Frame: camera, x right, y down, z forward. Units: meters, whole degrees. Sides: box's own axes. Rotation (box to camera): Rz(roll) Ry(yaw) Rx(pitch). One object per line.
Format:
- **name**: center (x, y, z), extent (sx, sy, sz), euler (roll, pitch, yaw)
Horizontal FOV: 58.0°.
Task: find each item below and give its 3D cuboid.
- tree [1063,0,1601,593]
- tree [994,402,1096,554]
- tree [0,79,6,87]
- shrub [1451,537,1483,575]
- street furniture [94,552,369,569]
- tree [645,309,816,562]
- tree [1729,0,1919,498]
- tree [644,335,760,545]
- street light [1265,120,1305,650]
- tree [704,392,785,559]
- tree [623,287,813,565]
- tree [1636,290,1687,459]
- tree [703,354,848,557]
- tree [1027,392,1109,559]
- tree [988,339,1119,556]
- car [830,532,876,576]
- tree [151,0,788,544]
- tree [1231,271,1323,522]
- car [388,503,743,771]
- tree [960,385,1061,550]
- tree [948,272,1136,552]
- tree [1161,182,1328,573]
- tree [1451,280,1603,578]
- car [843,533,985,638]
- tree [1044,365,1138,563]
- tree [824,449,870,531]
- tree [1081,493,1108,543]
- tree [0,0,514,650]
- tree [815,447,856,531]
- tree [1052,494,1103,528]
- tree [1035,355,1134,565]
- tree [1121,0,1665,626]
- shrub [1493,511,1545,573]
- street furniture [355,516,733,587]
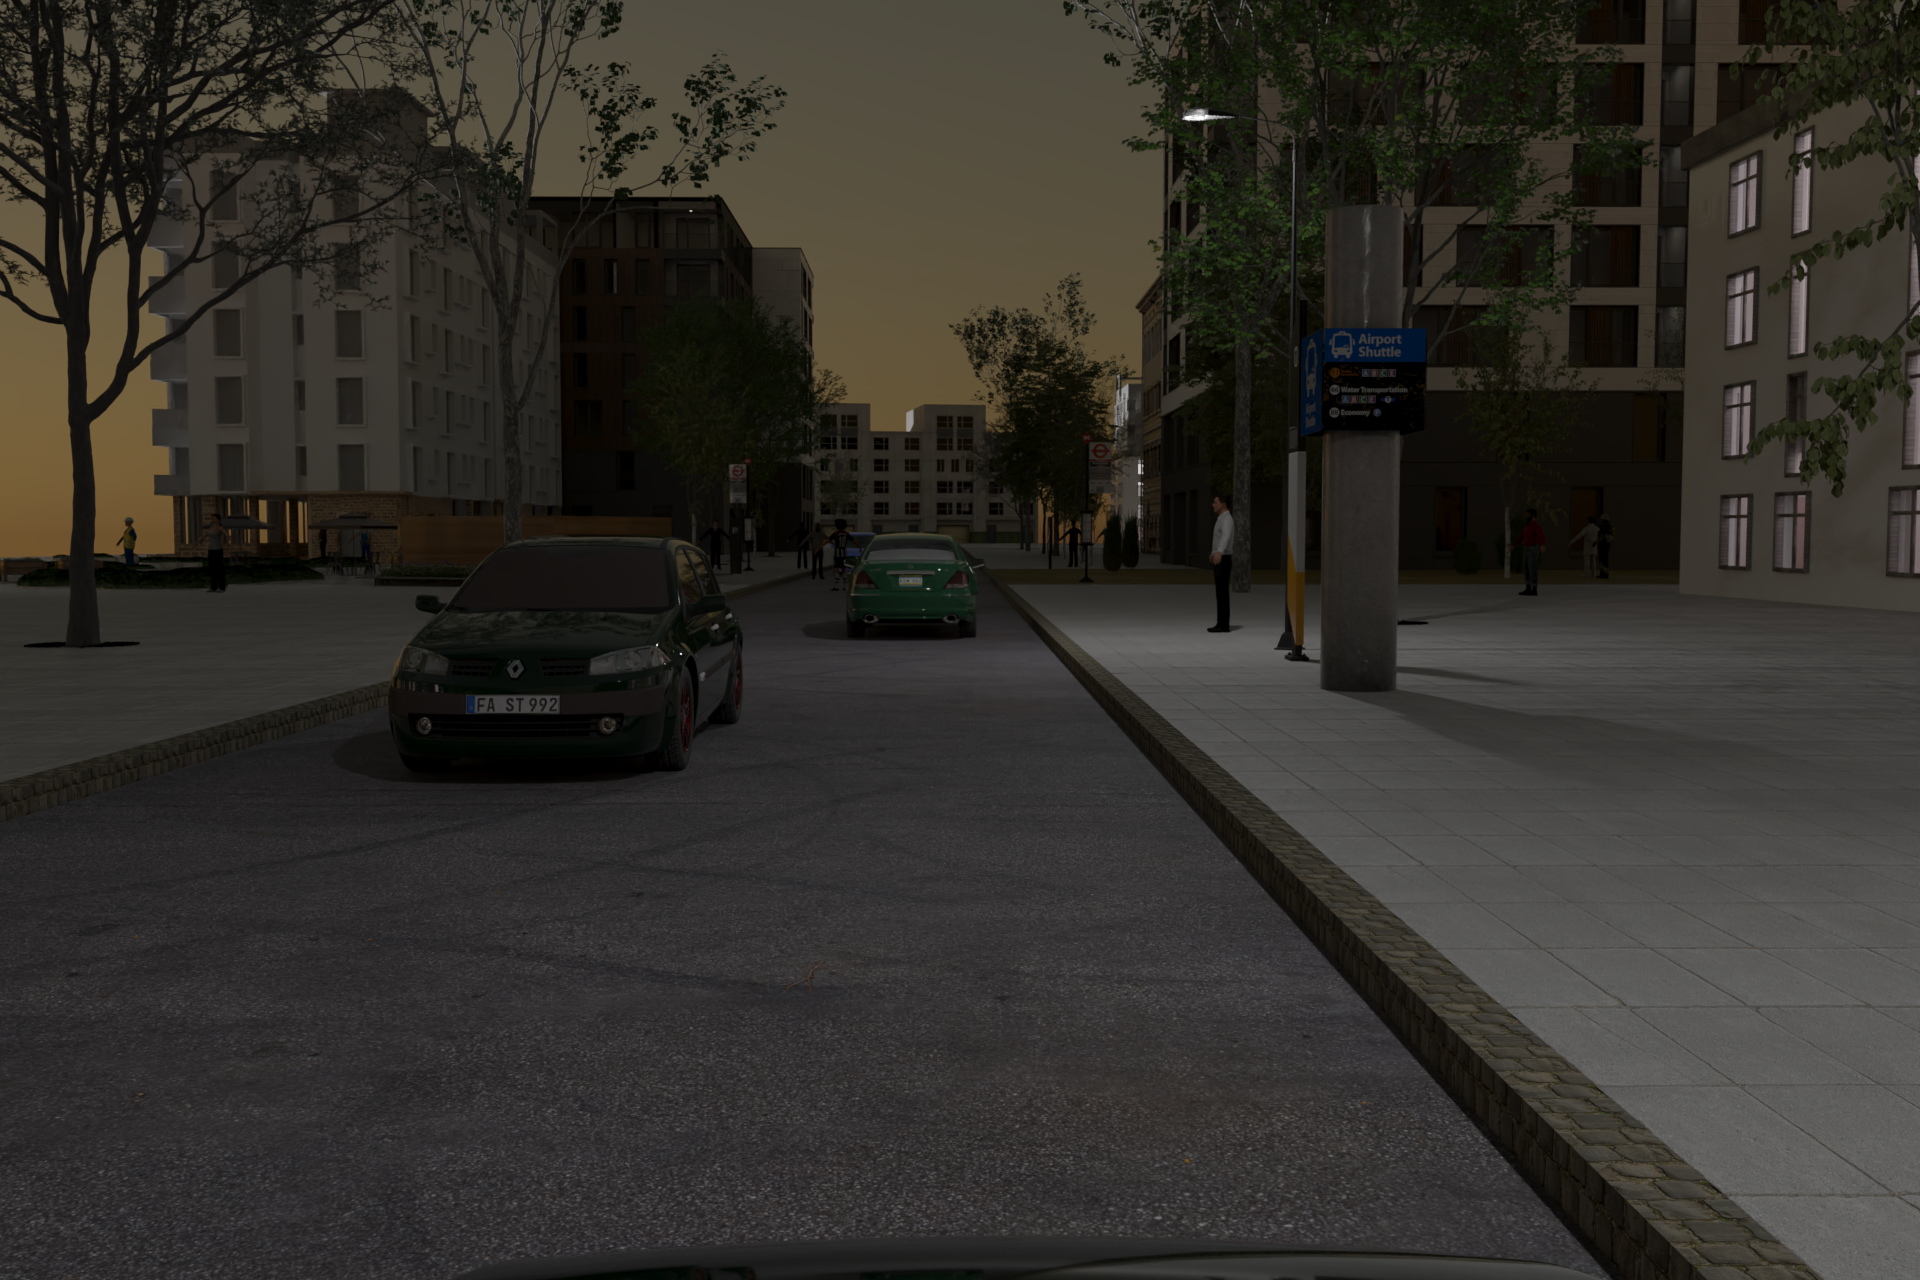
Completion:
- **tree**: center (7.366, -11.051, 36.581), extent (12.611, 20.169, 13.585), euler (0, 3, 0)
- **tree**: center (5.672, -10.805, 111.070), extent (7.601, 10.594, 8.767), euler (-2, 4, -32)
- **tree**: center (-9.348, -5.538, 8.671), extent (7.486, 12.596, 7.792), euler (0, 3, 0)
- **shrub**: center (15.961, -2.653, 54.488), extent (1.383, 1.207, 1.383), euler (0, 3, 0)
- **street furniture**: center (-27.077, -2.939, 63.678), extent (10.072, 0.657, 5.734), euler (-1, 4, -12)
- **tree**: center (-10.373, -9.436, 80.041), extent (9.928, 11.665, 9.643), euler (0, 3, 0)
- **tree**: center (6.084, -3.636, 9.819), extent (4.737, 8.622, 4.395), euler (0, 3, 0)
- **tree**: center (-9.810, -7.023, 65.195), extent (4.737, 8.622, 4.395), euler (0, 3, 0)
- **street light**: center (4.203, -2.845, 19.054), extent (1.470, 5.913, 1.316), euler (0, 4, -1)
- **tree**: center (-10.629, -8.405, 87.786), extent (4.737, 8.622, 4.395), euler (0, 3, 0)
- **tree**: center (-10.134, -8.934, 71.833), extent (9.928, 11.665, 9.643), euler (0, 3, 0)
- **tree**: center (22.497, -6.279, 53.026), extent (4.360, 8.622, 3.978), euler (0, 3, 0)
- **tree**: center (-10.426, -10.468, 96.911), extent (9.928, 11.665, 9.643), euler (0, 3, 0)
- **tree**: center (5.146, -8.488, 89.144), extent (4.360, 8.622, 3.978), euler (0, 3, 0)
- **tree**: center (5.537, -11.223, 101.618), extent (7.486, 12.596, 7.792), euler (0, 3, 0)
- **car**: center (-3.451, -3.050, 59.457), extent (1.945, 1.707, 3.694), euler (0, 4, -1)
- **tree**: center (-9.861, -11.023, 36.118), extent (12.611, 20.169, 13.585), euler (0, 3, 0)
- **tree**: center (9.269, -6.027, 48.904), extent (4.360, 8.622, 3.978), euler (0, 3, 0)
- **car**: center (-2.511, -0.118, 11.719), extent (2.009, 1.686, 4.222), euler (0, 4, 0)
- **tree**: center (5.008, -14.196, 142.473), extent (12.009, 13.543, 11.850), euler (0, 3, 0)
- **tree**: center (5.885, -16.501, 125.674), extent (12.611, 20.169, 13.585), euler (0, 3, 0)
- **tree**: center (10.366, -8.476, 56.712), extent (7.486, 12.596, 7.792), euler (0, 3, 0)
- **tree**: center (15.971, -6.091, 49.954), extent (4.737, 8.622, 4.395), euler (0, 3, 0)
- **car**: center (-0.680, -0.833, 25.420), extent (2.131, 1.459, 4.920), euler (0, 4, -1)
- **tree**: center (5.128, -7.703, 76.301), extent (4.360, 8.622, 3.978), euler (0, 3, 0)
- **tree**: center (-10.067, -12.174, 149.404), extent (4.360, 8.622, 3.978), euler (0, 3, 0)
- **tree**: center (18.061, -17.447, 235.619), extent (4.737, 8.622, 4.395), euler (0, 3, 0)
- **tree**: center (-9.883, -6.672, 19.449), extent (12.009, 13.543, 11.850), euler (0, 3, 0)
- **tree**: center (-10.025, -11.809, 143.446), extent (4.360, 8.622, 3.978), euler (0, 3, 0)
- **tree**: center (16.331, -19.829, 242.336), extent (7.486, 12.596, 7.792), euler (0, 3, 0)
- **tree**: center (5.481, -7.376, 70.960), extent (4.360, 8.622, 3.978), euler (0, 3, 0)
- **tree**: center (6.063, -6.041, 24.519), extent (9.928, 11.665, 9.643), euler (0, 3, 0)
- **shrub**: center (18.326, -3.204, 56.808), extent (1.690, 2.028, 1.600), euler (0, 3, 0)
- **street furniture**: center (-10.594, -2.237, 43.431), extent (11.010, 1.723, 9.812), euler (2, 4, 24)
